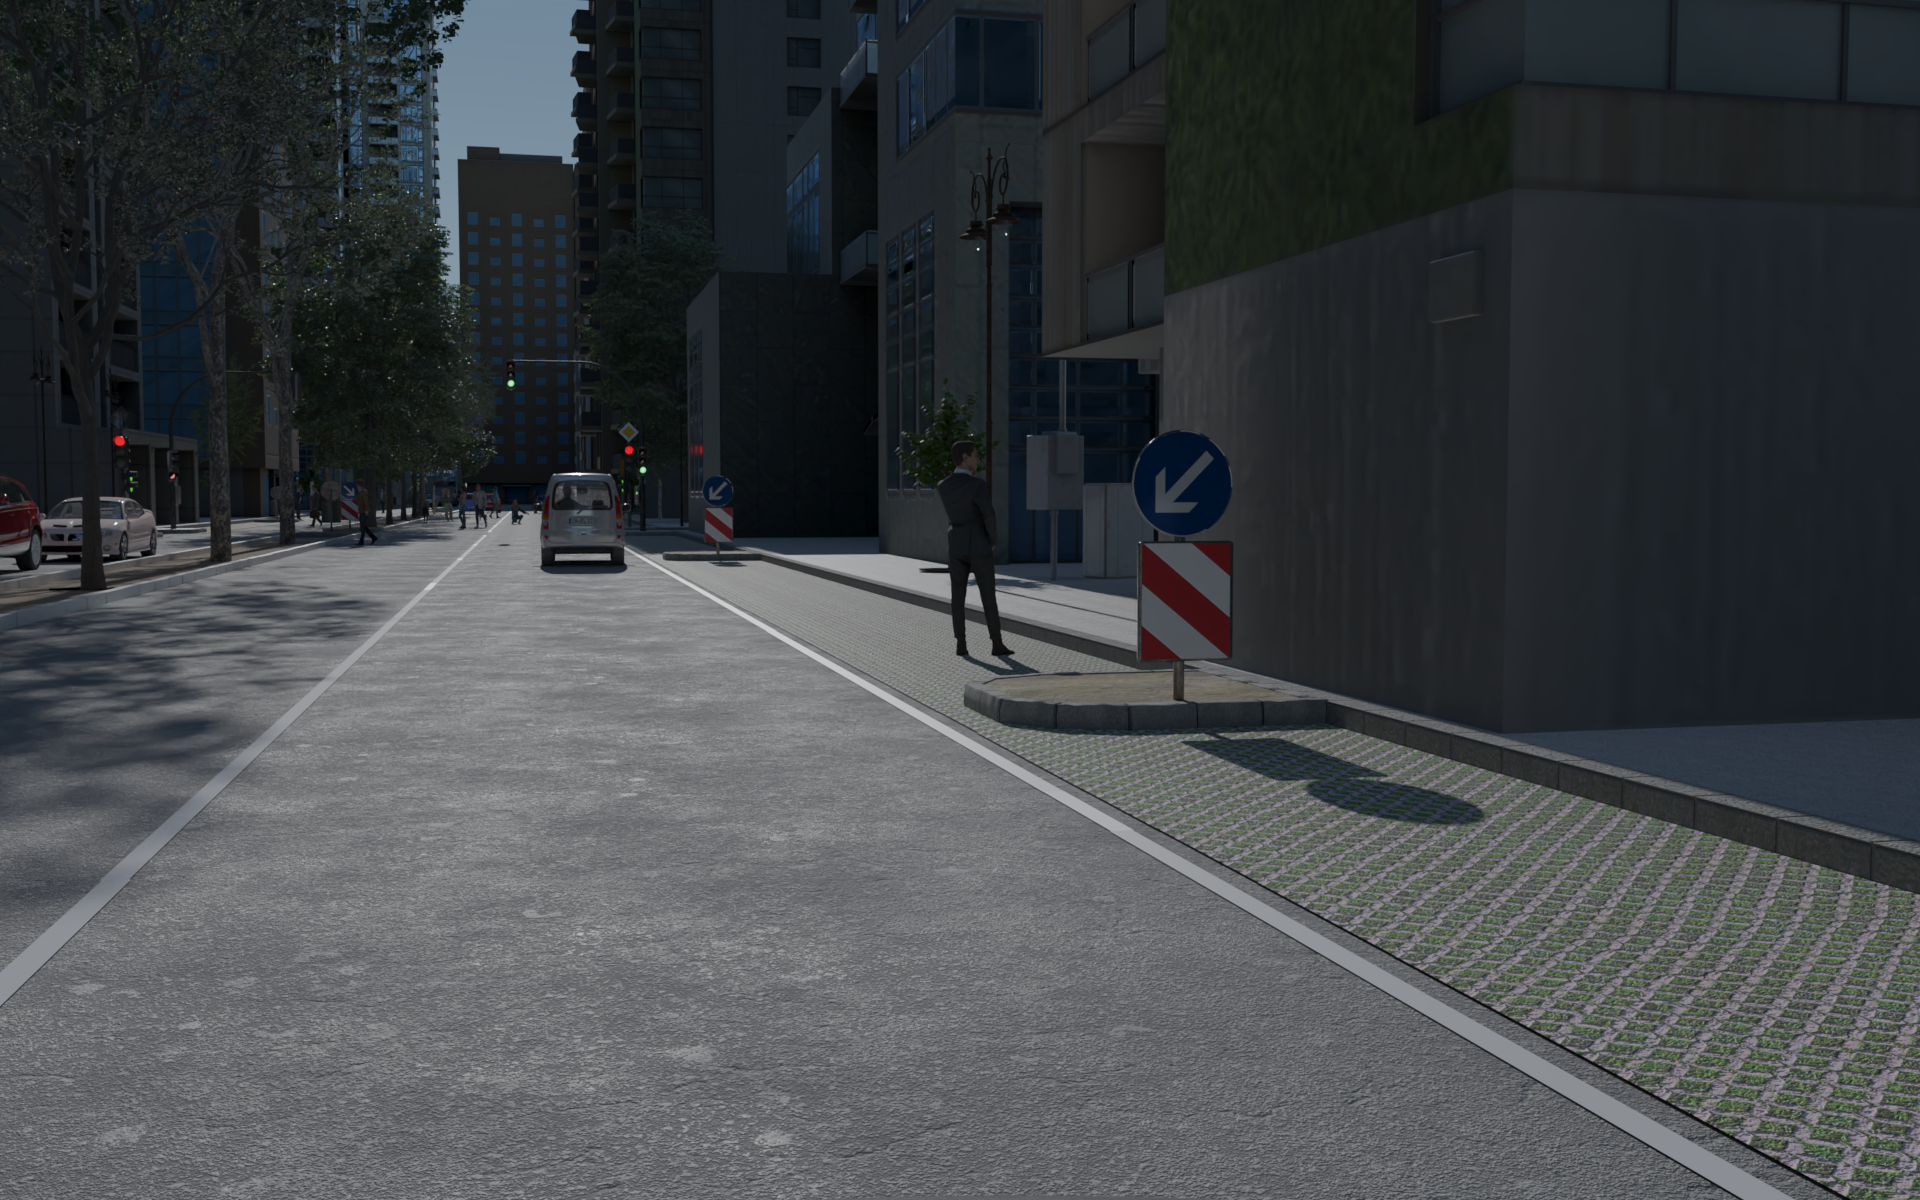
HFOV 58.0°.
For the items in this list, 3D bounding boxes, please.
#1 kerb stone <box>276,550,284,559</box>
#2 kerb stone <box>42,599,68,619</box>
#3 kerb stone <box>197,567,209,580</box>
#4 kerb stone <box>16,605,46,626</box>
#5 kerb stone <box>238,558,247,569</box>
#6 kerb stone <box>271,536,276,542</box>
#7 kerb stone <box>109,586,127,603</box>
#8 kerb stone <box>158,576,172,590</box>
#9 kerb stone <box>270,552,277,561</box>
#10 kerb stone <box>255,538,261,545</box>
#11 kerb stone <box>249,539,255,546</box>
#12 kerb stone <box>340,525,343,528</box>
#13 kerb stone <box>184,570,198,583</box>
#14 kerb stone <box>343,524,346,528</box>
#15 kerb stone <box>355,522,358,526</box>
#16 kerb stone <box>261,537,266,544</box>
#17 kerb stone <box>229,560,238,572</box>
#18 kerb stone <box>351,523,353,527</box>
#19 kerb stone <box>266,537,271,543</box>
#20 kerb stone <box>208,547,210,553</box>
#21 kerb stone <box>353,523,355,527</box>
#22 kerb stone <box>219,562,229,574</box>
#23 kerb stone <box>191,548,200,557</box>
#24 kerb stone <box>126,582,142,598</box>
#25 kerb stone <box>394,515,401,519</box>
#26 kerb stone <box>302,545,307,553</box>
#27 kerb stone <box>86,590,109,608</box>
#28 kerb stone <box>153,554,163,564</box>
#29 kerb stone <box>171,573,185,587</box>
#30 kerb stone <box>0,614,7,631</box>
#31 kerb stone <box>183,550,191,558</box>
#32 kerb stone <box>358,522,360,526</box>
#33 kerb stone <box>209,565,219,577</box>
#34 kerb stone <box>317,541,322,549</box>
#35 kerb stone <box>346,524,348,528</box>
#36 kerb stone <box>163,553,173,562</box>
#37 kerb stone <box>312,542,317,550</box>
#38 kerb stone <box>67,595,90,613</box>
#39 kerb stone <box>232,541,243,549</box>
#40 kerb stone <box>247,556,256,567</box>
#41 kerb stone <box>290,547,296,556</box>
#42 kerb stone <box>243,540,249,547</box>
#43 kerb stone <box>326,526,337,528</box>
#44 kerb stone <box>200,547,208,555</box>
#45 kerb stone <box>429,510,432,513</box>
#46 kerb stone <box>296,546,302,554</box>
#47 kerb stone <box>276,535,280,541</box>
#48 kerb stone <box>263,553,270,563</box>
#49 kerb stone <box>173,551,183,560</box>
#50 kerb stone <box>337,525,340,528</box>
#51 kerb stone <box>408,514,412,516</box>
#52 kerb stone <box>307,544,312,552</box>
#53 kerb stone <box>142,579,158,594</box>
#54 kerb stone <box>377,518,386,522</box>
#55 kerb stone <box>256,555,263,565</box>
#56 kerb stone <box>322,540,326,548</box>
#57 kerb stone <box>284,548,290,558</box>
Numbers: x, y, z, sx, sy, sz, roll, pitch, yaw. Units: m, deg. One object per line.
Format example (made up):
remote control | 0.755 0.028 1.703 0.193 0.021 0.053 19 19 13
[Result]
kerb stone | -15.063 -0.973 38.102 0.120 0.150 1.000 -1 4 -14
kerb stone | -10.605 0.124 20.161 0.120 0.150 1.000 -1 4 -14
kerb stone | -12.826 -0.422 29.115 0.120 0.150 1.000 -1 4 -14
kerb stone | -10.354 0.185 19.170 0.120 0.150 1.000 -1 4 -14
kerb stone | -13.824 -0.667 33.101 0.120 0.150 1.000 -1 4 -14
kerb stone | -20.564 -1.794 51.535 0.120 0.150 1.000 -1 4 -14
kerb stone | -11.342 -0.055 23.139 0.120 0.150 1.000 -1 4 -14
kerb stone | -12.089 -0.232 26.115 0.120 0.150 1.000 -1 4 -14
kerb stone | -14.816 -0.903 37.102 0.120 0.150 1.000 -1 4 -14
kerb stone | -19.822 -1.611 48.553 0.120 0.150 1.000 -1 4 -14
kerb stone | -19.573 -1.551 47.552 0.120 0.150 1.000 -1 4 -14
kerb stone | -25.137 -2.918 69.940 0.120 0.150 1.000 -1 4 -14
kerb stone | -12.581 -0.360 28.121 0.120 0.150 1.000 -1 4 -14
kerb stone | -25.382 -2.981 70.935 0.120 0.150 1.000 -1 4 -14
kerb stone | -26.613 -3.285 75.902 0.120 0.150 1.000 -1 4 -14
kerb stone | -20.076 -1.673 49.548 0.120 0.150 1.000 -1 4 -14
kerb stone | -13.574 -0.604 32.110 0.120 0.150 1.000 -1 4 -14
kerb stone | -26.125 -3.163 73.917 0.120 0.150 1.000 -1 4 -14
kerb stone | -20.314 -1.733 50.542 0.120 0.150 1.000 -1 4 -14
kerb stone | -18.088 -1.184 41.562 0.120 0.150 1.000 -1 4 -14
kerb stone | -26.370 -3.220 74.909 0.120 0.150 1.000 -1 4 -14
kerb stone | -13.327 -0.545 31.103 0.120 0.150 1.000 -1 4 -14
kerb stone | -17.593 -1.063 39.576 0.120 0.150 1.000 -1 4 -14
kerb stone | -11.601 -0.118 24.128 0.120 0.150 1.000 -1 4 -14
kerb stone | -33.053 -4.864 101.768 0.120 0.150 1.000 -1 4 -14
kerb stone | -16.047 -1.216 42.072 0.120 0.150 1.000 -1 4 -14
kerb stone | -11.100 0.003 22.146 0.120 0.150 1.000 -1 4 -14
kerb stone | -16.606 -0.819 35.588 0.120 0.150 1.000 -1 4 -14
kerb stone | -12.335 -0.298 27.111 0.120 0.150 1.000 -1 4 -14
kerb stone | -10.109 0.247 18.175 0.120 0.150 1.000 -1 4 -14
kerb stone | -17.351 -1.002 38.582 0.120 0.150 1.000 -1 4 -14
kerb stone | -26.863 -3.346 76.904 0.120 0.150 1.000 -1 4 -14
kerb stone | -13.084 -0.484 30.105 0.120 0.150 1.000 -1 4 -14
kerb stone | -16.796 -1.395 45.049 0.120 0.150 1.000 -1 4 -14
kerb stone | -25.625 -3.041 71.928 0.120 0.150 1.000 -1 4 -14
kerb stone | -16.850 -0.879 36.596 0.120 0.150 1.000 -1 4 -14
kerb stone | -16.546 -1.337 44.058 0.120 0.150 1.000 -1 4 -14
kerb stone | -10.853 0.069 21.153 0.120 0.150 1.000 -1 4 -14
kerb stone | -19.077 -1.428 45.548 0.120 0.150 1.000 -1 4 -14
kerb stone | -14.065 -0.728 34.105 0.120 0.150 1.000 -1 4 -14
kerb stone | -15.554 -1.088 40.086 0.120 0.150 1.000 -1 4 -14
kerb stone | -19.325 -1.488 46.557 0.120 0.150 1.000 -1 4 -14
kerb stone | -24.640 -2.798 67.943 0.120 0.150 1.000 -1 4 -14
kerb stone | -17.841 -1.124 40.570 0.120 0.150 1.000 -1 4 -14
kerb stone | -41.697 -6.998 136.605 0.120 0.150 1.000 -1 4 -14
kerb stone | -15.804 -1.155 41.079 0.120 0.150 1.000 -1 4 -14
kerb stone | -20.814 -1.855 52.531 0.120 0.150 1.000 -1 4 -14
kerb stone | -14.574 -0.844 36.108 0.120 0.150 1.000 -1 4 -14
kerb stone | -17.093 -0.941 37.589 0.120 0.150 1.000 -1 4 -14
kerb stone | -24.885 -2.859 68.945 0.120 0.150 1.000 -1 4 -14
kerb stone | -35.768 -5.537 112.721 0.120 0.150 1.000 -1 4 -14
kerb stone | -16.294 -1.272 43.067 0.120 0.150 1.000 -1 4 -14
kerb stone | -11.847 -0.179 25.122 0.120 0.150 1.000 -1 4 -14
kerb stone | -30.323 -4.195 90.826 0.120 0.150 1.000 -1 4 -14
kerb stone | -14.323 -0.790 35.110 0.120 0.150 1.000 -1 4 -14
kerb stone | -17.042 -1.458 46.041 0.120 0.150 1.000 -1 4 -14
kerb stone | -15.308 -1.034 39.094 0.120 0.150 1.000 -1 4 -14
